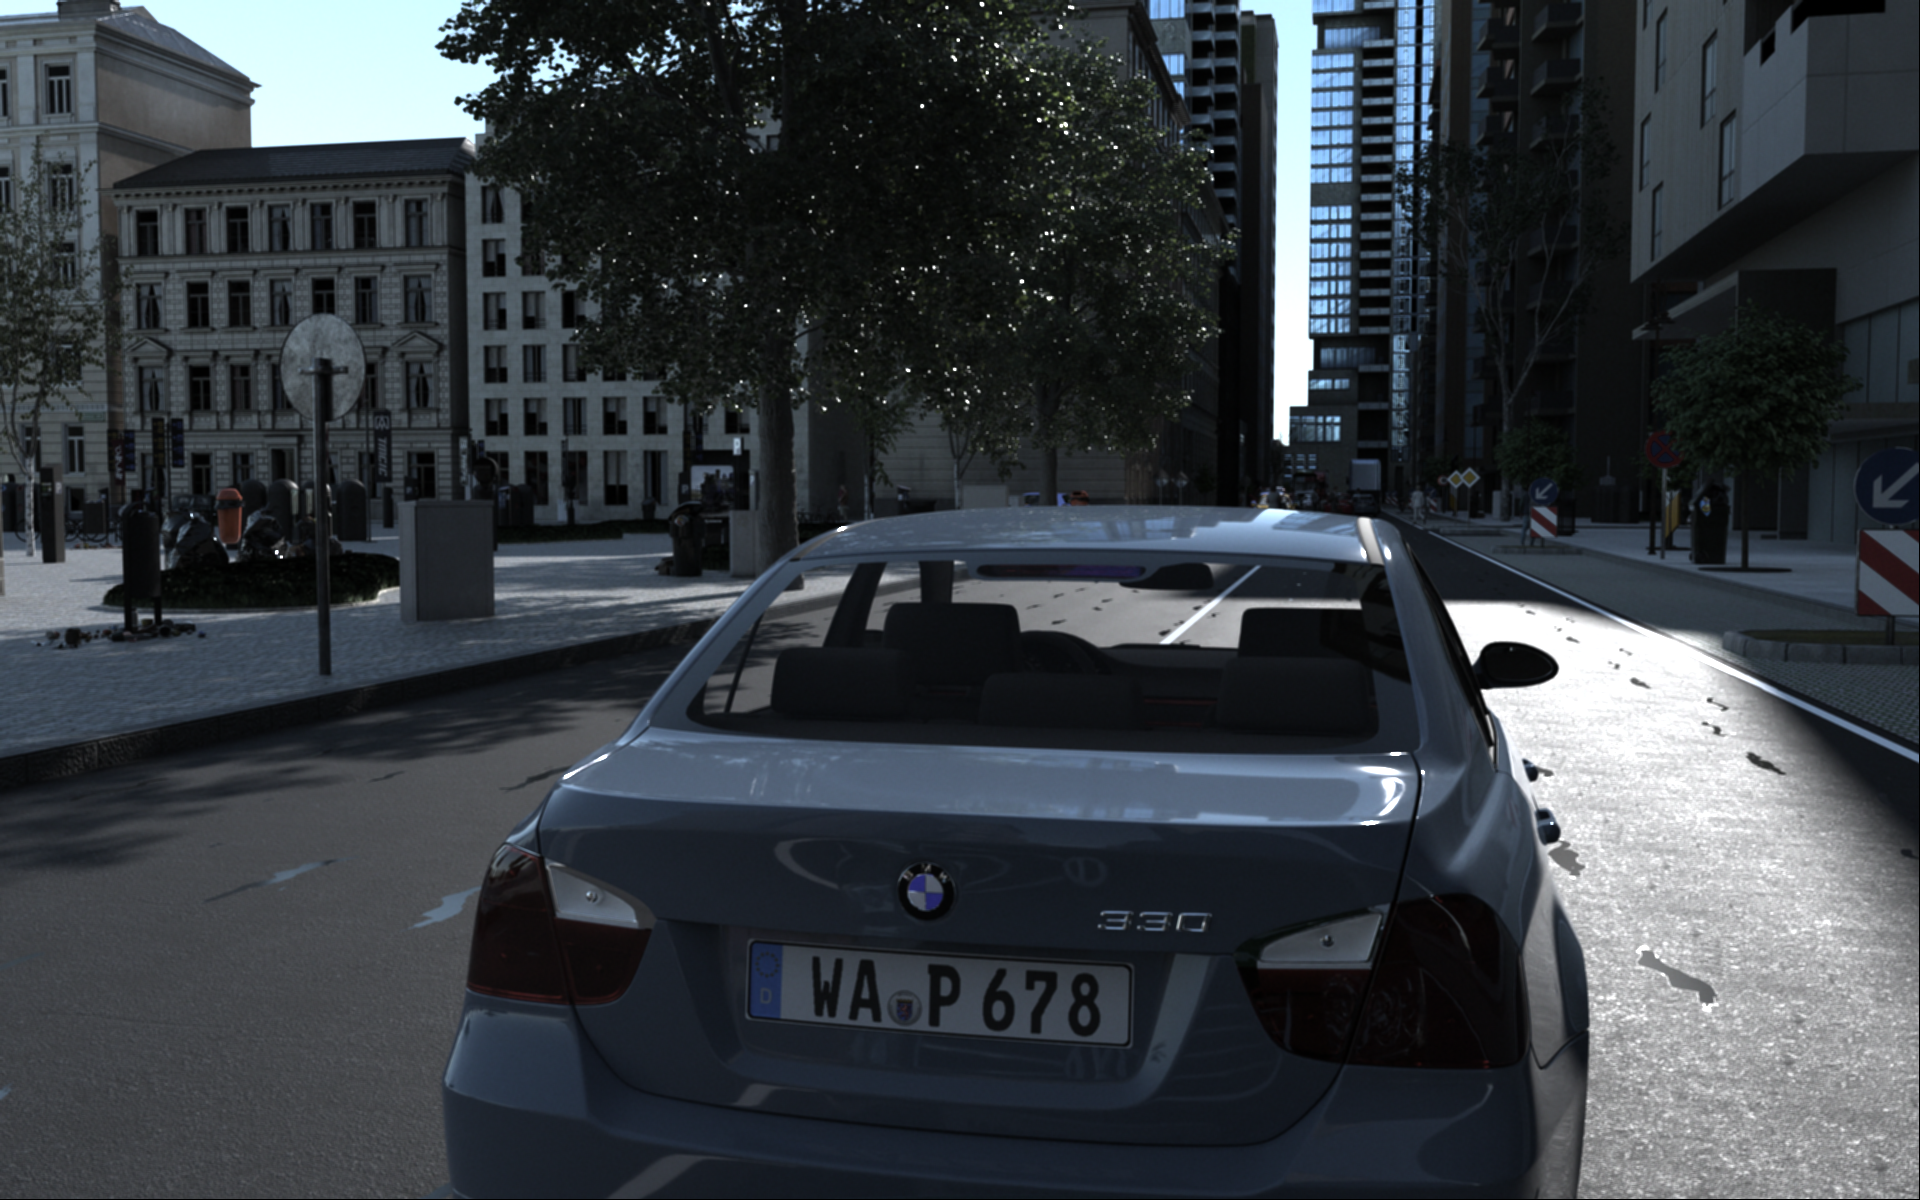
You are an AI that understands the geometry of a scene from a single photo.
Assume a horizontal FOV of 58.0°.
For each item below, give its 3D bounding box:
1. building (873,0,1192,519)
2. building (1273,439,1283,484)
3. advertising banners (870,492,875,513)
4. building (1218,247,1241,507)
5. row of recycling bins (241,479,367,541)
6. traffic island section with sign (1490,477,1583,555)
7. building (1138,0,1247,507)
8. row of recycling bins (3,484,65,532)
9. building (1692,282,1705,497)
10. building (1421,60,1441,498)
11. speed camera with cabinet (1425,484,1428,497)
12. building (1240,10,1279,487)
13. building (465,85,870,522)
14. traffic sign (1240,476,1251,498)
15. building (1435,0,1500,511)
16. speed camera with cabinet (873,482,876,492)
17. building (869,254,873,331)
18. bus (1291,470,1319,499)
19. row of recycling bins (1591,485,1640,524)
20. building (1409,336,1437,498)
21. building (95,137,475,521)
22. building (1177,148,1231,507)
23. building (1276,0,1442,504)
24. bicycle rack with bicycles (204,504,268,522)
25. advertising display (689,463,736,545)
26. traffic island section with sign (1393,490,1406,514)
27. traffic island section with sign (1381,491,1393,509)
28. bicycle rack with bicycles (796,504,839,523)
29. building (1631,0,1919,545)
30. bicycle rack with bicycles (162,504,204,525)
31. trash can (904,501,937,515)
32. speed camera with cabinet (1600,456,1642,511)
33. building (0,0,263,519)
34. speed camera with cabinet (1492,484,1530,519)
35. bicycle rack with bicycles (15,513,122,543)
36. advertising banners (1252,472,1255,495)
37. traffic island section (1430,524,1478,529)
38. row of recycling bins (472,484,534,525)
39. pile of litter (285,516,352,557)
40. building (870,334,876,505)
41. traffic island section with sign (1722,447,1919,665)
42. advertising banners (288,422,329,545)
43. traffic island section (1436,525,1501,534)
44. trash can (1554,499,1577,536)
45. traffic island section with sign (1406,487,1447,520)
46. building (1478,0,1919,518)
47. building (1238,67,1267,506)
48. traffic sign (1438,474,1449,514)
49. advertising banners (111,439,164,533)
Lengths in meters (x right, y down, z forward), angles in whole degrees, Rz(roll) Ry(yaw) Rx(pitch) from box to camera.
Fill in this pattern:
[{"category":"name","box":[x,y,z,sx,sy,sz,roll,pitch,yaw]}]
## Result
[{"category":"building","box":[4.380,-17.783,88.021,12.463,27.353,25.104,1,4,13]},{"category":"building","box":[31.822,-40.180,246.186,27.495,52.752,28.713,1,4,13]},{"category":"advertising banners","box":[-5.092,-7.264,114.954,2.074,3.025,0.090,-2,4,-33]},{"category":"building","box":[15.529,-18.824,137.453,12.332,23.373,15.834,1,4,13]},{"category":"row of recycling bins","box":[-18.063,-2.473,47.541,3.534,1.692,1.069,0,4,-1]},{"category":"traffic island section with sign","box":[13.839,-2.020,41.661,1.989,1.847,2.006,1,4,13]},{"category":"building","box":[16.576,-52.085,164.256,22.319,86.520,31.000,1,4,13]},{"category":"row of recycling bins","box":[-32.044,-3.173,58.985,3.534,1.692,1.069,1,4,16]},{"category":"building","box":[48.972,-32.575,74.605,28.212,58.520,21.231,1,4,13]},{"category":"building","box":[57.685,-31.625,171.696,22.147,44.769,28.867,1,4,13]},{"category":"speed camera with cabinet","box":[35.933,-8.455,132.567,0.660,3.252,2.038,1,4,15]},{"category":"building","box":[24.405,-41.039,212.980,28.212,58.520,21.231,1,4,13]},{"category":"building","box":[-13.934,-14.085,85.038,16.860,20.320,10.420,1,4,13]},{"category":"traffic sign","box":[20.286,-7.522,123.084,0.768,2.556,0.104,1,4,17]},{"category":"building","box":[44.885,-29.679,135.359,14.600,45.320,14.200,1,4,13]},{"category":"speed camera with cabinet","box":[-5.730,-7.878,123.141,0.660,3.252,2.038,1,4,9]},{"category":"building","box":[-10.627,-36.595,252.947,28.867,44.769,22.147,1,4,13]},{"category":"bus","box":[36.608,-11.769,183.962,2.896,3.916,12.252,1,4,11]},{"category":"row of recycling bins","box":[28.846,-4.234,76.337,1.069,1.692,3.534,0,4,-4]},{"category":"building","box":[67.003,-21.750,200.650,27.650,21.520,28.899,1,4,13]},{"category":"building","box":[-32.021,-13.707,88.735,19.286,19.102,10.561,1,4,13]},{"category":"building","box":[8.893,-17.260,115.478,16.112,22.955,30.059,1,4,13]},{"category":"building","box":[59.690,-56.459,235.771,31.000,86.520,22.319,1,4,13]},{"category":"bicycle rack with bicycles","box":[-23.664,-2.775,58.752,2.925,0.926,2.852,-3,4,-36]},{"category":"advertising display","box":[-5.194,-1.905,36.362,0.974,1.923,0.123,0,4,-2]},{"category":"traffic island section with sign","box":[32.015,-6.992,122.952,1.989,1.847,2.006,1,4,13]},{"category":"traffic island section with sign","box":[48.747,-11.568,197.769,1.989,1.847,2.006,1,4,13]},{"category":"bicycle rack with bicycles","box":[-6.021,-2.944,61.521,2.852,0.926,2.925,-3,4,-38]},{"category":"building","box":[33.729,-27.817,44.040,28.713,52.752,27.495,1,4,13]},{"category":"bicycle rack with bicycles","box":[-27.470,-2.909,60.952,2.852,0.926,2.925,-1,4,-16]},{"category":"trash can","box":[-0.855,-1.583,37.540,0.748,1.137,0.748,0,3,0]},{"category":"speed camera with cabinet","box":[34.456,-5.869,90.292,2.038,3.252,0.660,0,4,7]},{"category":"building","box":[-50.859,-18.872,94.469,20.117,28.700,13.634,1,4,13]},{"category":"speed camera with cabinet","box":[28.125,-5.744,88.252,2.038,3.252,0.660,-2,4,-25]},{"category":"bicycle rack with bicycles","box":[-23.803,-2.033,46.615,2.925,0.926,2.852,-1,4,-21]},{"category":"advertising banners","box":[22.987,-8.508,135.291,0.090,3.025,2.074,0,4,3]},{"category":"traffic island section","box":[20.532,-3.023,71.705,2.009,0.180,2.903,1,4,13]},{"category":"row of recycling bins","box":[-18.292,-3.800,69.251,1.069,1.692,3.534,1,4,20]},{"category":"pile of litter","box":[-12.718,-1.228,34.038,1.719,0.858,1.176,0,4,5]},{"category":"building","box":[-4.106,-22.778,217.451,28.899,21.520,27.650,1,4,13]},{"category":"traffic island section with sign","box":[7.939,-0.412,15.357,1.989,1.847,2.006,1,4,13]},{"category":"advertising banners","box":[-15.867,-2.816,42.232,2.074,3.025,0.090,3,5,43]},{"category":"traffic island section","box":[18.789,-2.546,63.912,2.009,0.180,2.903,1,4,13]},{"category":"trash can","box":[18.476,-2.524,52.917,0.748,1.137,0.748,0,3,0]},{"category":"traffic island section with sign","box":[26.128,-5.383,96.646,1.989,1.847,2.006,1,4,13]},{"category":"building","box":[42.807,-27.479,103.910,22.147,44.769,28.867,1,4,13]},{"category":"building","box":[25.664,-32.839,187.026,14.600,45.320,14.200,1,4,13]},{"category":"traffic sign","box":[31.377,-6.869,112.417,0.768,2.556,0.104,1,4,14]},{"category":"advertising banners","box":[-26.377,-3.631,55.559,0.090,3.025,2.074,1,4,20]}]
